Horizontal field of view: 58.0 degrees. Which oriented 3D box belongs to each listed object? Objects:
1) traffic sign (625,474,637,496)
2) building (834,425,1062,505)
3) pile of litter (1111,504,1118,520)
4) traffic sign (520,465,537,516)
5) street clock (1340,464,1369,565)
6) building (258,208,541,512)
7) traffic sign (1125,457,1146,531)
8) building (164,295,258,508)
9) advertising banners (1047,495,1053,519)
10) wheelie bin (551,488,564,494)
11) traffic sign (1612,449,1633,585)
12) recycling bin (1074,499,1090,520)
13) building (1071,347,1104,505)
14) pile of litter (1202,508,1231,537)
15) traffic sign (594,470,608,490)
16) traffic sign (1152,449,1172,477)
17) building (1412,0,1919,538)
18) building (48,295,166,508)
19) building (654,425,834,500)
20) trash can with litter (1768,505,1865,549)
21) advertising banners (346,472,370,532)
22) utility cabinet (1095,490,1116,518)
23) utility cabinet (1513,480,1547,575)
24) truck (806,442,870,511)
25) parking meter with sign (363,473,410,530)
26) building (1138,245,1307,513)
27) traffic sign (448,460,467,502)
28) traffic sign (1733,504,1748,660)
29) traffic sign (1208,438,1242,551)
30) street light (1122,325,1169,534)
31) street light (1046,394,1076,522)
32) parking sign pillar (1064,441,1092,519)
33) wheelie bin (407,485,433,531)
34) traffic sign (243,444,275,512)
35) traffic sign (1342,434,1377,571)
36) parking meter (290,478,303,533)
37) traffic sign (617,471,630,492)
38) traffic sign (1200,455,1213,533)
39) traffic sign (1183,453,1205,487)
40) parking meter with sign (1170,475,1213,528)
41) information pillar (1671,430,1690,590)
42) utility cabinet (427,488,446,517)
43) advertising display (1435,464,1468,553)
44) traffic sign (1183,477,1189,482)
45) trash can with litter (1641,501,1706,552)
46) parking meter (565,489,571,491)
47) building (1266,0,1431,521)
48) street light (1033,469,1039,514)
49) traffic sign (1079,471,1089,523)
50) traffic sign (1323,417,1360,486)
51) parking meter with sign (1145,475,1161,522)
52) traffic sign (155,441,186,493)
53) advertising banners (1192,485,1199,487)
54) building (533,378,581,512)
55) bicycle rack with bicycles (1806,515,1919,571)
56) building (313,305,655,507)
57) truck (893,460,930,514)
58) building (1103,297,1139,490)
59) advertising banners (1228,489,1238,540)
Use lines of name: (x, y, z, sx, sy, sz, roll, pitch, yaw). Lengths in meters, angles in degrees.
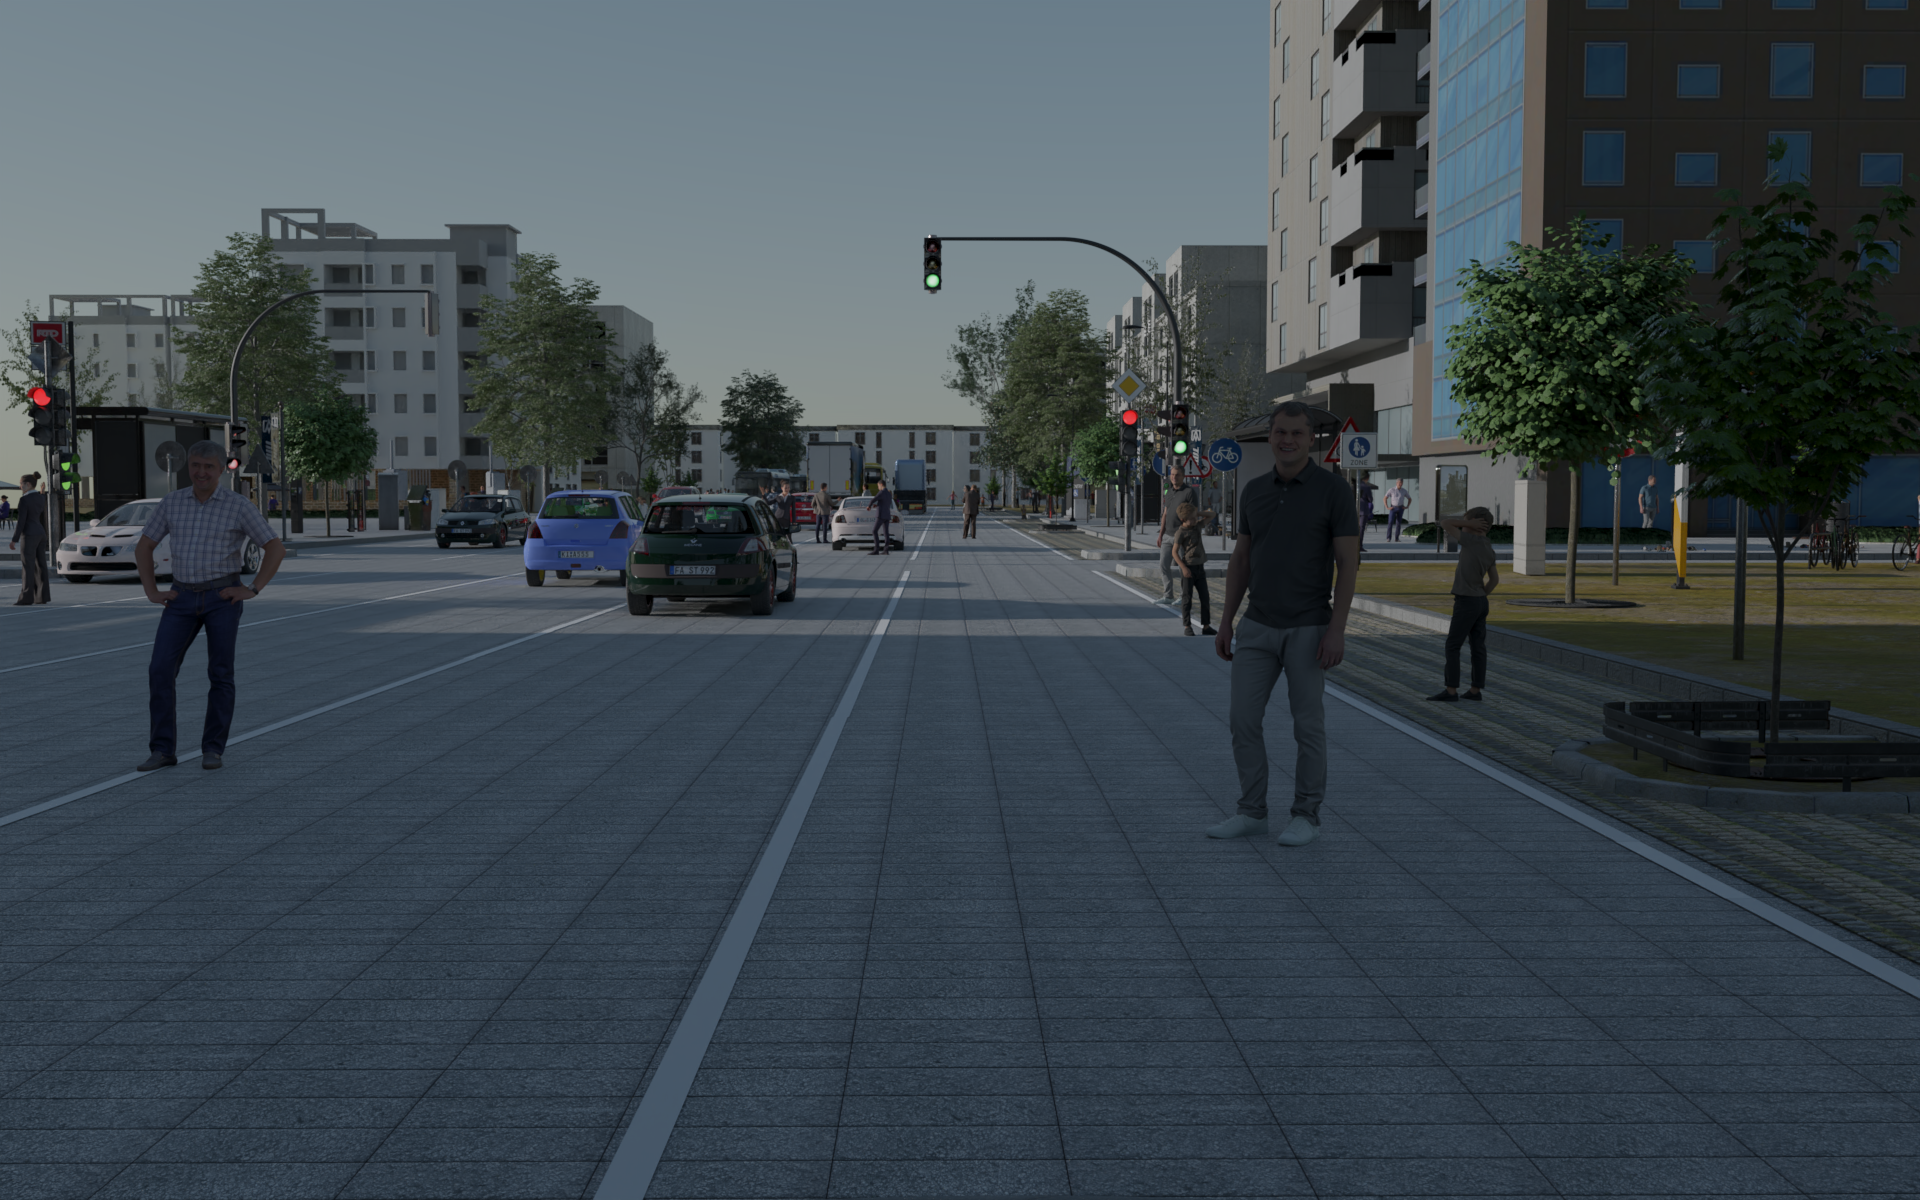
traffic sign: (-21.100, -6.808, 111.321, 0.884, 2.594, 0.081, 0, 4, 1)
building: (-0.881, -16.622, 213.920, 28.070, 9.664, 9.099, 0, 4, -1)
pile of litter: (8.122, -4.431, 86.409, 1.176, 0.858, 1.719, 0, 4, 6)
traffic sign: (-18.854, -4.621, 75.655, 0.768, 2.556, 0.104, 0, 4, 4)
street clock: (7.118, -1.633, 31.277, 0.471, 2.002, 0.358, -1, 4, -20)
building: (-38.067, -16.086, 119.433, 16.016, 20.091, 11.380, 0, 4, -1)
traffic sign: (6.068, -3.664, 60.006, 0.768, 2.556, 0.104, 0, 4, 0)
building: (-68.706, -19.229, 170.806, 11.380, 20.091, 16.016, 0, 4, -1)
advertising banners: (4.750, -5.772, 90.552, 0.090, 3.025, 2.074, 0, 4, -6)
wheelie bin: (-19.788, -4.732, 85.284, 0.980, 1.594, 0.693, 1, 4, 20)
traffic sign: (9.210, -1.477, 24.260, 0.768, 2.556, 0.104, 0, 4, 1)
recycling bin: (6.059, -4.483, 85.845, 0.722, 1.027, 0.722, 1, 4, 12)
building: (29.223, -21.468, 217.461, 31.486, 18.905, 16.747, 0, 4, -1)
pile of litter: (7.975, -2.399, 53.191, 1.176, 0.858, 1.719, 1, 4, 17)
traffic sign: (-18.867, -5.566, 91.111, 0.768, 2.556, 0.104, 0, 4, 7)
traffic sign: (5.849, -3.005, 49.244, 0.768, 2.556, 0.104, 0, 4, 6)
building: (23.881, -24.838, 56.216, 14.200, 45.320, 14.600, 0, 4, -1)
building: (-80.086, -19.226, 170.766, 11.380, 20.091, 16.016, 0, 4, -1)
building: (-29.179, -16.616, 213.816, 28.070, 9.664, 9.099, 0, 4, -1)
trash can with litter: (20.450, -1.847, 41.259, 2.233, 1.210, 1.678, 1, 4, 17)
advertising banners: (-20.500, -3.849, 59.113, 0.090, 3.025, 2.074, 0, 4, 3)
utility cabinet: (7.739, -5.062, 91.438, 1.173, 1.500, 0.318, 0, 4, -8)
utility cabinet: (9.087, -1.157, 27.590, 0.318, 1.500, 1.173, 1, 4, 9)
truck: (-6.864, -6.682, 98.159, 2.839, 4.237, 11.283, 0, 4, 1)
parking meter with sign: (-20.250, -3.983, 61.389, 1.738, 3.016, 0.543, -1, 4, -14)
building: (23.982, -16.227, 131.773, 16.747, 18.905, 31.486, 0, 4, -1)
traffic sign: (-18.731, -3.940, 64.527, 0.768, 2.556, 0.104, 1, 4, 9)
traffic sign: (6.022, -0.808, 13.323, 0.768, 2.556, 0.104, 0, 4, 2)
traffic sign: (6.006, -2.398, 39.318, 0.768, 2.556, 0.104, 0, 4, 4)
street light: (5.147, -4.593, 47.633, 1.470, 5.913, 1.316, 0, 4, -1)
street light: (4.708, -6.605, 80.535, 1.470, 5.913, 1.316, 0, 4, -1)
parking sign pillar: (6.002, -6.080, 87.879, 1.447, 3.967, 1.447, -3, 5, -41)
wheelie bin: (-18.854, -3.212, 60.418, 0.980, 1.594, 0.693, 1, 4, 19)
traffic sign: (-18.106, -2.735, 44.717, 0.884, 2.594, 0.081, 1, 4, 9)
traffic sign: (6.644, -1.637, 28.899, 0.606, 2.300, 0.079, 0, 4, 2)
parking meter: (-21.646, -3.107, 56.508, 0.255, 1.863, 0.399, 0, 4, 6)
traffic sign: (-18.775, -5.896, 96.500, 0.768, 2.556, 0.104, 1, 4, 9)
traffic sign: (7.946, -3.485, 57.086, 0.768, 2.556, 0.104, 0, 4, 1)
traffic sign: (7.298, -3.356, 54.876, 0.884, 2.594, 0.081, 0, 3, 0)
parking meter with sign: (8.587, -4.178, 64.574, 1.738, 3.016, 0.543, -1, 4, -22)
information pillar: (9.769, -1.961, 23.414, 0.183, 3.616, 0.504, 1, 4, 12)
utility cabinet: (-20.690, -3.644, 68.253, 0.318, 1.500, 1.173, 1, 4, 12)
advertising display: (10.800, -2.009, 38.067, 0.974, 1.923, 0.123, -3, 4, -36)
traffic sign: (7.922, -3.593, 60.881, 0.606, 2.300, 0.079, 0, 4, 1)
trash can with litter: (16.062, -1.730, 39.343, 1.678, 1.210, 2.233, 3, 5, 40)
parking meter: (-18.685, -4.550, 82.804, 0.372, 1.533, 0.369, 0, 3, 0)
building: (32.217, -30.741, 91.851, 28.713, 52.752, 27.495, 0, 4, -1)
street light: (4.439, -8.618, 113.438, 1.470, 5.913, 1.316, 0, 4, -1)
traffic sign: (5.633, -4.668, 76.422, 0.768, 2.556, 0.104, 0, 4, 4)
traffic sign: (6.547, -1.782, 29.146, 0.884, 2.594, 0.081, 0, 4, 2)
parking meter with sign: (8.347, -5.075, 79.233, 1.738, 3.016, 0.543, 0, 4, -6)
traffic sign: (-18.817, -2.519, 41.287, 0.768, 2.556, 0.104, 0, 4, 4)
advertising banners: (8.008, -4.042, 62.274, 0.090, 3.025, 2.074, -2, 4, -32)
building: (-34.965, -12.072, 139.527, 9.099, 9.664, 28.070, 0, 4, -1)
bicycle rack with bicycles: (15.525, -0.987, 29.527, 2.852, 0.926, 2.925, 3, 5, 44)
building: (-47.269, -18.599, 170.552, 31.486, 18.905, 16.747, 0, 4, -1)
truck: (-3.803, -8.509, 128.884, 2.967, 4.110, 18.799, 0, 4, 0)
building: (23.706, -18.189, 163.846, 16.747, 18.905, 31.486, 0, 4, -1)
advertising banners: (8.473, -3.199, 48.484, 2.074, 3.025, 0.090, -1, 4, -16)
